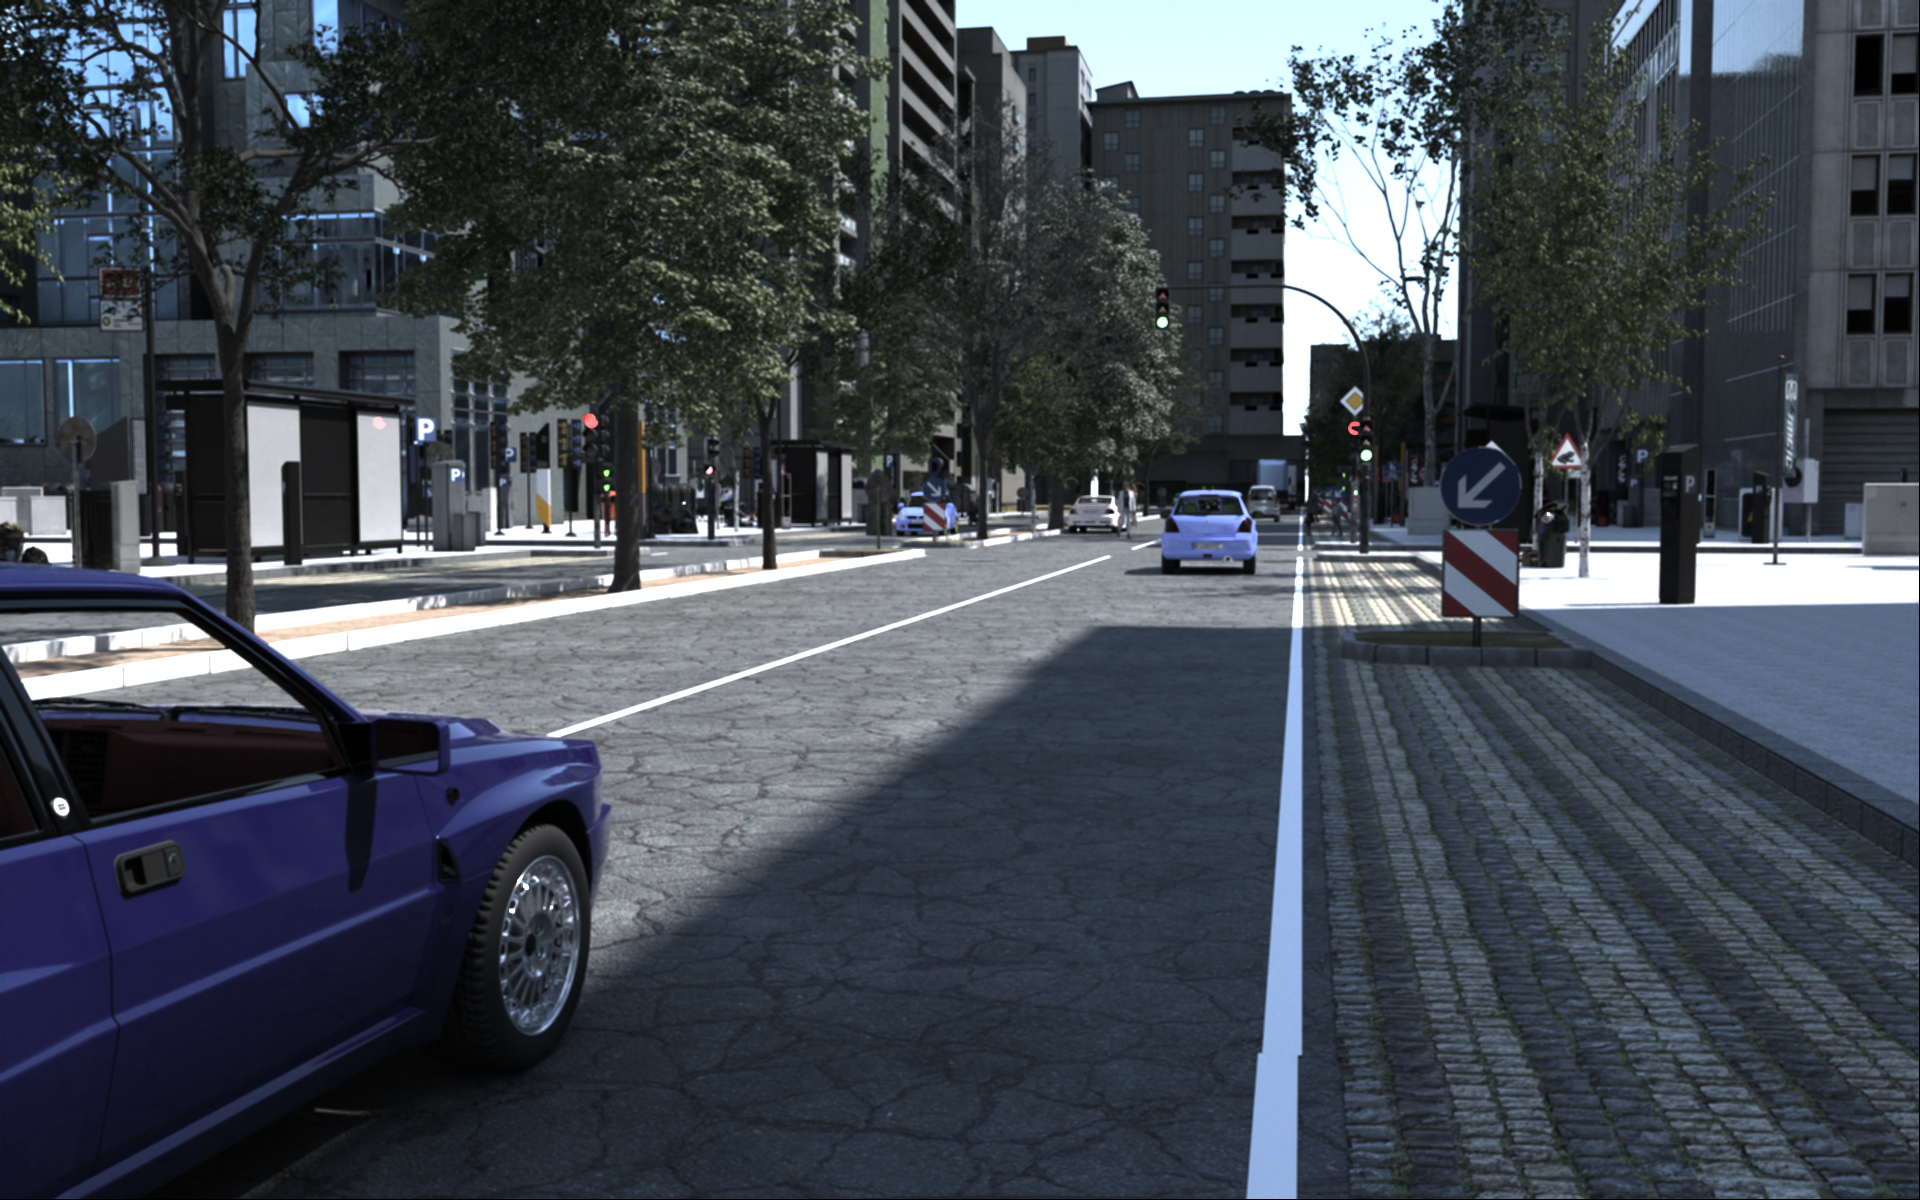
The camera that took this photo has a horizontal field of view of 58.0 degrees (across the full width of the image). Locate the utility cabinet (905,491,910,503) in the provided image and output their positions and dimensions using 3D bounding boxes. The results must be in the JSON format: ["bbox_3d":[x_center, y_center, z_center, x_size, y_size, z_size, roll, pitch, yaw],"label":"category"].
[{"bbox_3d":[-3.468,-6.551,115.793,0.318,1.500,1.173,0,4,-8],"label":"utility cabinet"}]

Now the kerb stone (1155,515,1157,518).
[{"bbox_3d":[11.263,-4.844,101.429,0.120,0.150,1.000,1,4,11],"label":"kerb stone"}]

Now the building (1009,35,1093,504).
[{"bbox_3d":[3.005,-41.991,228.558,28.212,58.520,21.231,1,4,11],"label":"building"}]

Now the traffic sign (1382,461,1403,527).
[{"bbox_3d":[16.839,-4.120,67.463,0.768,2.556,0.104,1,4,19],"label":"traffic sign"}]

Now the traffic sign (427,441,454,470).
[{"bbox_3d":[-12.585,-2.551,41.812,0.768,2.556,0.104,1,4,12],"label":"traffic sign"}]

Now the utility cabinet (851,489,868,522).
[{"bbox_3d":[-4.724,-4.353,79.857,1.173,1.500,0.318,-1,4,-9],"label":"utility cabinet"}]

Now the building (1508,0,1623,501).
[{"bbox_3d":[48.370,-27.274,129.521,14.154,41.232,14.086,1,4,11],"label":"building"}]

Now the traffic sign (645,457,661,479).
[{"bbox_3d":[-10.594,-3.616,59.236,0.768,2.556,0.104,1,4,13],"label":"traffic sign"}]

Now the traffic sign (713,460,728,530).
[{"bbox_3d":[-8.599,-3.752,61.455,0.768,2.556,0.104,1,4,20],"label":"traffic sign"}]

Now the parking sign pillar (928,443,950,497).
[{"bbox_3d":[-1.124,-6.317,91.749,1.447,3.967,1.447,-3,5,-41],"label":"parking sign pillar"}]

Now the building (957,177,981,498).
[{"bbox_3d":[-6.269,-23.421,154.628,14.160,30.474,14.107,1,4,11],"label":"building"}]

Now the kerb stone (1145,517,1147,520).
[{"bbox_3d":[10.059,-4.478,95.408,0.120,0.150,1.000,1,4,11],"label":"kerb stone"}]

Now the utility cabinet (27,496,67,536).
[{"bbox_3d":[-28.143,-2.583,53.388,0.306,1.237,1.020,3,5,45],"label":"utility cabinet"}]

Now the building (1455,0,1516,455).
[{"bbox_3d":[57.995,-38.004,163.360,21.231,58.520,28.212,1,4,11],"label":"building"}]

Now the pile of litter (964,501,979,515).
[{"bbox_3d":[1.343,-6.404,118.664,1.719,0.858,1.176,0,4,-6],"label":"pile of litter"}]

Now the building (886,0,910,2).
[{"bbox_3d":[-12.771,-31.406,137.193,21.300,48.544,21.600,1,4,11],"label":"building"}]

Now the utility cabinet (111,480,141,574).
[{"bbox_3d":[-13.413,-1.170,27.815,0.318,1.500,1.173,-2,4,-31],"label":"utility cabinet"}]

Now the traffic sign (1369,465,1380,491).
[{"bbox_3d":[18.462,-4.671,76.475,0.768,2.556,0.104,1,4,20],"label":"traffic sign"}]

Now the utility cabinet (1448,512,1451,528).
[{"bbox_3d":[17.827,-3.446,65.025,1.173,1.500,0.318,2,4,31],"label":"utility cabinet"}]

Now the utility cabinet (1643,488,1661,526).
[{"bbox_3d":[27.457,-3.660,68.522,0.318,1.500,1.173,-2,4,-26],"label":"utility cabinet"}]

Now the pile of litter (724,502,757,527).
[{"bbox_3d":[-8.670,-3.295,67.839,1.176,0.858,1.719,-1,4,-9],"label":"pile of litter"}]

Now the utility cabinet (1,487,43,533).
[{"bbox_3d":[-30.502,-2.916,56.355,1.173,1.500,0.318,-1,4,-17],"label":"utility cabinet"}]

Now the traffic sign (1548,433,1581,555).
[{"bbox_3d":[12.844,-2.244,36.699,0.884,2.594,0.081,1,4,18],"label":"traffic sign"}]

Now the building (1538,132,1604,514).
[{"bbox_3d":[42.672,-17.181,99.972,14.314,24.678,30.058,1,4,11],"label":"building"}]

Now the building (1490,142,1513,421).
[{"bbox_3d":[51.163,-22.749,143.643,14.160,30.474,14.107,1,4,11],"label":"building"}]

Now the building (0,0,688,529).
[{"bbox_3d":[-26.669,-46.773,77.417,22.319,86.520,31.000,1,4,11],"label":"building"}]

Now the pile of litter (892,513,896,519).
[{"bbox_3d":[-3.875,-4.690,90.643,1.719,0.858,1.176,1,4,11],"label":"pile of litter"}]

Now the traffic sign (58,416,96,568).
[{"bbox_3d":[-14.484,-1.730,28.399,0.768,2.556,0.104,1,4,18],"label":"traffic sign"}]

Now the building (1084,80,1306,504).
[{"bbox_3d":[31.707,-39.051,227.722,27.495,52.752,28.713,1,4,11],"label":"building"}]

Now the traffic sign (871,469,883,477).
[{"bbox_3d":[-4.213,-5.423,88.771,0.768,2.556,0.104,1,4,15],"label":"traffic sign"}]

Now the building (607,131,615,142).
[{"bbox_3d":[-26.277,-45.534,182.729,20.611,71.187,20.563,1,4,11],"label":"building"}]

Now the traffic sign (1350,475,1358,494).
[{"bbox_3d":[25.667,-6.931,113.429,0.768,2.556,0.104,1,4,20],"label":"traffic sign"}]

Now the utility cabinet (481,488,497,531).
[{"bbox_3d":[-16.127,-3.096,59.297,0.318,1.500,1.173,0,4,-5],"label":"utility cabinet"}]

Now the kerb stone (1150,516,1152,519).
[{"bbox_3d":[10.661,-4.656,98.417,0.120,0.150,1.000,1,4,11],"label":"kerb stone"}]

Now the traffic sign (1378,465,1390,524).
[{"bbox_3d":[18.228,-4.519,73.992,0.768,2.556,0.104,1,4,15],"label":"traffic sign"}]

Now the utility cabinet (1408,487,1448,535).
[{"bbox_3d":[14.578,-2.781,54.147,1.173,1.500,0.318,-1,4,-21],"label":"utility cabinet"}]

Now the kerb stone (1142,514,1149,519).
[{"bbox_3d":[10.263,-4.539,96.410,0.120,0.150,1.000,1,4,11],"label":"kerb stone"}]

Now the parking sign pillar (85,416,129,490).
[{"bbox_3d":[-29.450,-4.363,59.809,1.447,3.967,1.447,3,5,40],"label":"parking sign pillar"}]

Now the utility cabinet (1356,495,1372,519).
[{"bbox_3d":[20.825,-4.788,89.451,0.306,1.237,1.020,-2,4,-24],"label":"utility cabinet"}]

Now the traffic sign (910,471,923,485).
[{"bbox_3d":[-2.370,-5.773,94.497,0.768,2.556,0.104,1,4,16],"label":"traffic sign"}]

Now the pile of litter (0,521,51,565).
[{"bbox_3d":[-15.178,-0.821,27.388,1.719,0.858,1.176,-2,4,-35],"label":"pile of litter"}]

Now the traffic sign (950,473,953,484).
[{"bbox_3d":[-0.768,-6.073,99.399,0.768,2.556,0.104,1,4,21],"label":"traffic sign"}]

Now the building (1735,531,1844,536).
[{"bbox_3d":[36.150,-14.553,55.964,19.932,24.808,12.078,1,4,11],"label":"building"}]

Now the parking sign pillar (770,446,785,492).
[{"bbox_3d":[-10.104,-6.689,97.838,1.447,3.967,1.447,-3,5,-45],"label":"parking sign pillar"}]

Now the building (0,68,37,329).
[{"bbox_3d":[-55.314,-14.450,81.294,28.899,21.520,27.650,1,4,11],"label":"building"}]

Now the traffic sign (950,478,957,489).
[{"bbox_3d":[-0.587,-6.553,107.152,0.884,2.594,0.081,1,4,18],"label":"traffic sign"}]

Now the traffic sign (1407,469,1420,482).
[{"bbox_3d":[20.746,-4.831,79.088,0.768,2.556,0.104,1,4,11],"label":"traffic sign"}]

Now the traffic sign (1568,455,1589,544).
[{"bbox_3d":[15.918,-2.602,44.681,0.606,2.300,0.079,1,4,12],"label":"traffic sign"}]

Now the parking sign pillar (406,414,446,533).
[{"bbox_3d":[-17.913,-4.267,58.235,1.447,3.967,1.447,-1,4,-21],"label":"parking sign pillar"}]

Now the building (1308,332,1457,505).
[{"bbox_3d":[59.460,-23.045,221.821,28.899,21.520,27.650,1,4,11],"label":"building"}]

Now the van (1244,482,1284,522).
[{"bbox_3d":[15.610,-5.021,89.107,2.013,2.044,4.112,1,4,12],"label":"van"}]

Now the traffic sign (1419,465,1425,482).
[{"bbox_3d":[20.336,-4.624,75.702,0.768,2.556,0.104,1,4,17],"label":"traffic sign"}]

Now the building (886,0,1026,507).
[{"bbox_3d":[-5.254,-33.992,179.475,21.600,48.544,21.300,1,4,11],"label":"building"}]

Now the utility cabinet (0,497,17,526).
[{"bbox_3d":[-19.724,-1.468,35.158,0.306,1.237,1.020,2,4,35],"label":"utility cabinet"}]

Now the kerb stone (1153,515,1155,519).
[{"bbox_3d":[11.060,-4.785,100.424,0.120,0.150,1.000,1,4,11],"label":"kerb stone"}]

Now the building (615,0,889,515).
[{"bbox_3d":[-12.960,-26.136,110.921,14.154,41.232,14.086,1,4,11],"label":"building"}]

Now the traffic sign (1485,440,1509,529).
[{"bbox_3d":[11.378,-2.198,37.129,0.795,2.450,0.064,1,4,14],"label":"traffic sign"}]

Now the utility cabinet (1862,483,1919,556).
[{"bbox_3d":[19.144,-1.635,35.419,1.173,1.500,0.318,1,4,16],"label":"utility cabinet"}]

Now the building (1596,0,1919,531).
[{"bbox_3d":[35.945,-15.751,75.555,12.078,24.808,19.932,1,4,11],"label":"building"}]
